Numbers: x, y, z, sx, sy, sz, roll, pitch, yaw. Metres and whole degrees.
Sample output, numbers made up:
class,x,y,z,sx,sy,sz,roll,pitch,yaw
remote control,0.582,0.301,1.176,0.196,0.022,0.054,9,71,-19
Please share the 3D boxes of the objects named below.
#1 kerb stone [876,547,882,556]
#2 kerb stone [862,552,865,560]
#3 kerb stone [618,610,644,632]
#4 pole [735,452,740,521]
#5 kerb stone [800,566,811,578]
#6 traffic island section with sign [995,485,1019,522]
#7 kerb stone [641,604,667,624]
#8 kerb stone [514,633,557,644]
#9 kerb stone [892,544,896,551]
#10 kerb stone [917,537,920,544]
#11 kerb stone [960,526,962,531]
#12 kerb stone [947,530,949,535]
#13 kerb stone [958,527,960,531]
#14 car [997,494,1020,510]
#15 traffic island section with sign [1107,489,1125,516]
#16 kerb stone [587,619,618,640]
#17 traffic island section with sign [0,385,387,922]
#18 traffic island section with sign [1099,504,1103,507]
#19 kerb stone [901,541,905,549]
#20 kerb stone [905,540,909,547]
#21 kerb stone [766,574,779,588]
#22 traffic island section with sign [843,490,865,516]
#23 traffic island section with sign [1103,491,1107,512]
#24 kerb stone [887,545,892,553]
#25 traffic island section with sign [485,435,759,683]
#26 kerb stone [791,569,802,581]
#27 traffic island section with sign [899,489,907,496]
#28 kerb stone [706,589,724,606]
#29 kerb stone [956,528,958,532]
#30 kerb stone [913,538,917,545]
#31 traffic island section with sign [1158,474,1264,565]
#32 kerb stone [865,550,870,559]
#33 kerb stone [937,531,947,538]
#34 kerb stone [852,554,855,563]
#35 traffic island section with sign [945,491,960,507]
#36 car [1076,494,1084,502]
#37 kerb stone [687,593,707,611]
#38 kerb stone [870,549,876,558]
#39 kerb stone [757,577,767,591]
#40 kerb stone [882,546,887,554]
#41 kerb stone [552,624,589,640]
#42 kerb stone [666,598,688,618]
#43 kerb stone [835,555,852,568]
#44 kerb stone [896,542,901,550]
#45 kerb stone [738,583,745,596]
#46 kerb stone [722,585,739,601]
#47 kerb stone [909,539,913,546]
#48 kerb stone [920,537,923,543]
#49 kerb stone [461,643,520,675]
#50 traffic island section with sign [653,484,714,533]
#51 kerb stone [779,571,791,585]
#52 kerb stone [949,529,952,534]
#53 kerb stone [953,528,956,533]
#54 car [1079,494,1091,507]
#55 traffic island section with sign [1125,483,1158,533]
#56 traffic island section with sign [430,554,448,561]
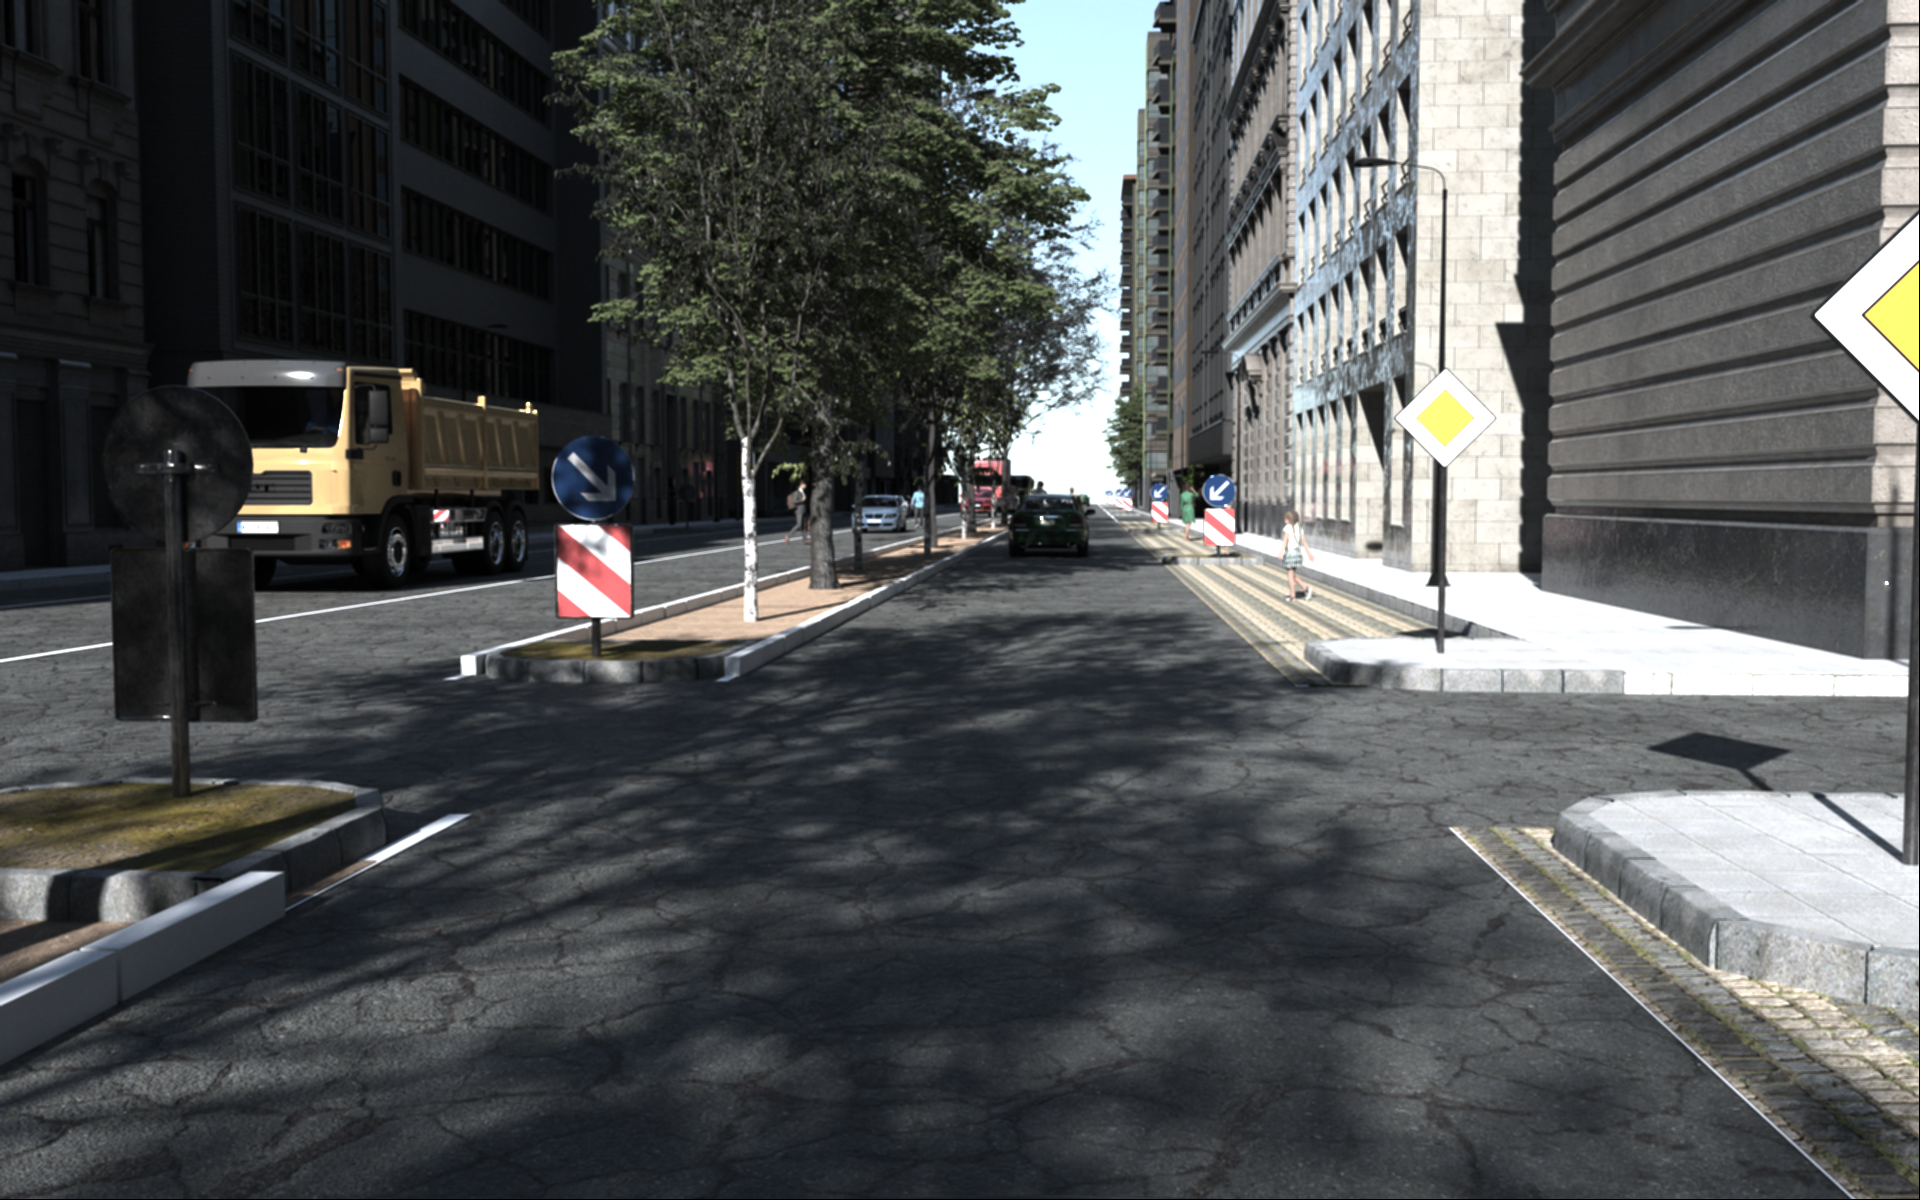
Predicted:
class,x,y,z,sx,sy,sz,roll,pitch,yaw
kerb stone,-1.978,-1.075,39.796,0.120,0.150,1.000,0,4,4
kerb stone,-2.199,-0.889,36.723,0.120,0.150,1.000,0,4,4
kerb stone,-3.554,0.238,18.306,0.120,0.150,1.000,0,4,4
pole,-10.732,-5.486,83.545,0.158,3.312,0.155,0,3,0
kerb stone,-2.724,-0.451,29.573,0.120,0.150,1.000,0,4,4
traffic island section with sign,2.664,-4.950,89.068,2.006,1.907,1.989,0,4,4
kerb stone,-3.481,0.175,19.329,0.120,0.150,1.000,0,4,4
kerb stone,-3.773,0.427,15.221,0.120,0.150,1.000,0,4,4
kerb stone,-1.757,-1.265,42.875,0.120,0.150,1.000,0,4,4
kerb stone,-1.309,-1.640,49.011,0.120,0.150,1.000,0,4,4
kerb stone,-0.105,-2.640,65.365,0.120,0.150,1.000,0,4,4
kerb stone,-0.559,-2.263,59.217,0.120,0.150,1.000,0,4,4
kerb stone,-0.191,-2.577,64.337,0.120,0.150,1.000,0,4,4
car,4.220,-8.912,154.387,2.281,1.827,5.304,0,4,4
traffic island section with sign,10.848,-6.415,113.521,1.989,1.847,2.006,0,4,4
kerb stone,-3.631,0.301,17.270,0.120,0.150,1.000,0,4,4
traffic island section with sign,-3.353,0.085,6.741,2.006,1.907,1.989,0,4,4
traffic island section with sign,16.874,-11.455,195.910,1.989,1.847,2.006,0,4,4
kerb stone,-1.612,-1.389,44.914,0.120,0.150,1.000,0,4,4
kerb stone,-1.534,-1.452,45.933,0.120,0.150,1.000,0,4,4
kerb stone,-2.958,-0.264,26.506,0.120,0.150,1.000,0,4,4
traffic island section with sign,-6.658,-6.511,115.080,1.989,1.847,2.006,0,4,4
traffic island section with sign,12.812,-8.063,140.450,1.989,1.847,2.006,0,4,4
kerb stone,-1.828,-1.202,41.856,0.120,0.150,1.000,0,4,4
traffic island section with sign,-2.804,-0.366,14.128,2.006,1.907,1.989,0,4,4
kerb stone,-2.795,-0.389,28.553,0.120,0.150,1.000,0,4,4
traffic island section with sign,-4.684,-8.155,141.964,1.989,1.847,2.006,0,4,4
kerb stone,-3.253,-0.011,22.409,0.120,0.150,1.000,0,4,4
kerb stone,-0.255,-2.512,63.315,0.120,0.150,1.000,0,4,4
kerb stone,-1.375,-1.578,47.989,0.120,0.150,1.000,0,4,4
traffic island section with sign,5.158,-1.649,35.582,1.989,1.847,2.006,0,4,4
kerb stone,-2.131,-0.951,37.749,0.120,0.150,1.000,0,4,4
kerb stone,-0.633,-2.202,58.198,0.120,0.150,1.000,0,4,4
kerb stone,-2.276,-0.826,35.703,0.120,0.150,1.000,0,4,4
traffic island section with sign,-0.652,-11.533,197.184,1.989,1.847,2.006,0,4,4
car,11.516,-10.098,175.318,2.015,1.641,3.980,0,4,3
kerb stone,-3.320,0.050,21.382,0.120,0.150,1.000,0,4,4
kerb stone,-2.060,-1.014,38.778,0.120,0.150,1.000,0,4,4
kerb stone,-3.022,-0.201,25.478,0.120,0.150,1.000,0,4,4
kerb stone,-1.906,-1.140,40.834,0.120,0.150,1.000,0,4,4
kerb stone,-3.704,0.364,16.242,0.120,0.150,1.000,0,4,4
kerb stone,-3.395,0.115,20.353,0.120,0.150,1.000,0,4,4
kerb stone,-2.350,-0.764,34.683,0.120,0.150,1.000,0,4,4
kerb stone,-1.680,-1.327,43.894,0.120,0.150,1.000,0,4,4
kerb stone,-3.101,-0.138,24.452,0.120,0.150,1.000,0,4,4
kerb stone,-3.177,-0.075,23.428,0.120,0.150,1.000,0,4,4
kerb stone,-1.449,-1.514,46.957,0.120,0.150,1.000,0,4,4
kerb stone,-1.238,-1.702,50.031,0.120,0.150,1.000,0,4,4
kerb stone,-3.852,0.489,14.198,0.120,0.150,1.000,0,4,4
traffic island section with sign,-10.305,-3.449,65.012,1.989,1.847,2.006,0,4,4
kerb stone,-2.877,-0.326,27.535,0.120,0.150,1.000,0,4,4
kerb stone,-0.481,-2.326,60.240,0.120,0.150,1.000,0,4,4
kerb stone,-0.328,-2.452,62.290,0.120,0.150,1.000,0,4,4
car,13.959,-11.443,198.883,2.131,1.459,4.920,0,4,5
traffic island section with sign,7.200,-3.370,63.728,1.989,1.847,2.006,0,4,4
traffic island section with sign,-12.305,-1.779,37.717,1.989,1.847,2.006,0,4,4
